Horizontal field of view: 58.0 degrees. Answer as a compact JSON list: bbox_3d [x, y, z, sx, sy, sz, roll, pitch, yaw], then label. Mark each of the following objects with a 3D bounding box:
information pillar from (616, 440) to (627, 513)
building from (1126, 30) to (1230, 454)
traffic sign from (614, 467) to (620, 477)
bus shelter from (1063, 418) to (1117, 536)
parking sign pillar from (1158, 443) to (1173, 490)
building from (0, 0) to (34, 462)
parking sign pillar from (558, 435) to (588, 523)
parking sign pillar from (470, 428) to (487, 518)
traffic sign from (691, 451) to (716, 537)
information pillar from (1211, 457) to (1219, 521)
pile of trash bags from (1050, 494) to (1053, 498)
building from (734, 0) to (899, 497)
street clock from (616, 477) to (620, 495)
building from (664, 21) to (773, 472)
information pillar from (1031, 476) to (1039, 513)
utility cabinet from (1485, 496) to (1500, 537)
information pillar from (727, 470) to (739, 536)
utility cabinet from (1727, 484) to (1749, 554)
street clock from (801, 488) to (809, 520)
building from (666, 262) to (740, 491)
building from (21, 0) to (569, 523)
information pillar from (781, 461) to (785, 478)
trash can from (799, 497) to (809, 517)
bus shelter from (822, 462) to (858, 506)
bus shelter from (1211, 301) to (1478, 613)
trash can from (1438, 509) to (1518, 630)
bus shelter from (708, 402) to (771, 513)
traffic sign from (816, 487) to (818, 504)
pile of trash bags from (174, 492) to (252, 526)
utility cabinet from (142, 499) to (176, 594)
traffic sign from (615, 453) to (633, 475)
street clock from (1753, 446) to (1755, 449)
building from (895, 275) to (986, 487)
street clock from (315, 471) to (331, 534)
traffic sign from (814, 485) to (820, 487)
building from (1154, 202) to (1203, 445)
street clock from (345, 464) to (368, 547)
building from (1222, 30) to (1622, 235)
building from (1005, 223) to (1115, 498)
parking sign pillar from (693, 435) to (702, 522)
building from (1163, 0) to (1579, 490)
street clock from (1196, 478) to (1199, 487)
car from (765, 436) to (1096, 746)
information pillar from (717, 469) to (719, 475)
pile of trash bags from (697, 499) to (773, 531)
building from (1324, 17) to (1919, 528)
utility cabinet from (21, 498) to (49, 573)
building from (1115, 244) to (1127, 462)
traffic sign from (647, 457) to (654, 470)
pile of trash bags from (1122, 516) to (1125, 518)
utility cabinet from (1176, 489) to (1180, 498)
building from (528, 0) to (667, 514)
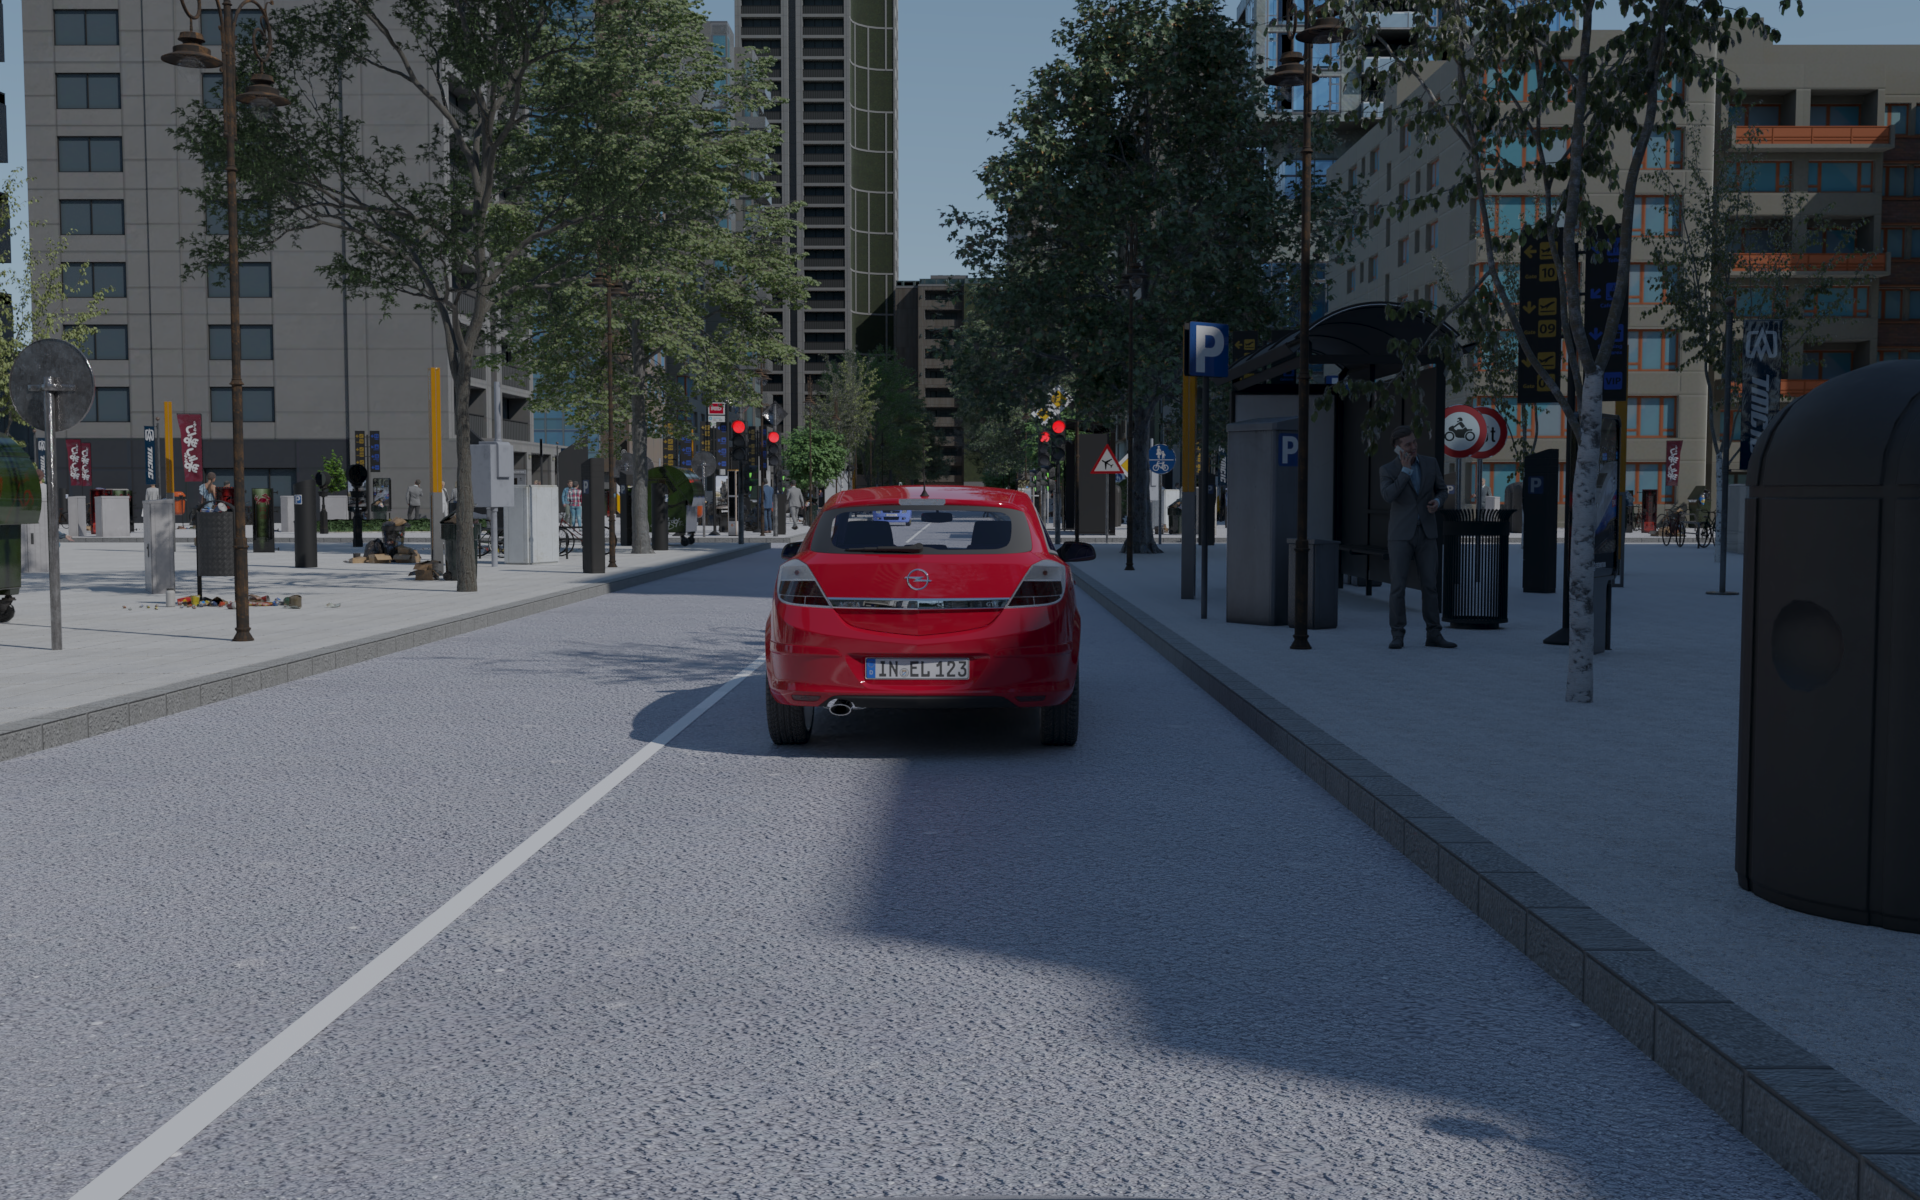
[{"bbox_3d":[-14.323,-5.022,73.466,0.504,3.616,0.183,-2,4,-33],"label":"information pillar"},{"bbox_3d":[28.785,-33.897,177.921,21.300,48.544,21.600,0,4,0],"label":"building"},{"bbox_3d":[-10.784,-3.386,55.360,0.884,2.594,0.081,0,4,2],"label":"traffic sign"},{"bbox_3d":[4.065,-3.997,56.636,1.731,3.624,6.357,0,4,0],"label":"bus shelter"},{"bbox_3d":[10.951,-6.372,92.657,1.447,3.967,1.447,-1,4,-13],"label":"parking sign pillar"},{"bbox_3d":[-62.595,-30.050,80.549,27.495,52.752,28.713,0,4,0],"label":"building"},{"bbox_3d":[-17.253,-5.436,77.354,1.447,3.967,1.447,-1,4,-13],"label":"parking sign pillar"},{"bbox_3d":[-19.578,-5.017,70.492,1.447,3.967,1.447,2,4,30],"label":"parking sign pillar"},{"bbox_3d":[-7.633,-3.148,51.572,0.768,2.556,0.104,0,4,8],"label":"traffic sign"},{"bbox_3d":[12.028,-5.514,81.514,0.504,3.616,0.183,-2,4,-29],"label":"information pillar"},{"bbox_3d":[6.014,-5.706,103.048,1.912,1.369,3.447,1,4,18],"label":"pile of trash bags"},{"bbox_3d":[-18.910,-48.679,234.153,20.611,71.187,20.563,0,4,0],"label":"building"},{"bbox_3d":[-11.394,-3.311,58.706,0.358,2.002,0.471,3,5,43],"label":"street clock"},{"bbox_3d":[-34.943,-34.076,176.755,30.456,49.044,23.786,0,4,0],"label":"building"},{"bbox_3d":[3.009,-3.940,68.912,0.304,2.012,0.304,-1,4,-17],"label":"information pillar"},{"bbox_3d":[16.076,-2.515,52.281,0.306,1.237,1.020,2,4,26],"label":"utility cabinet"},{"bbox_3d":[-6.856,-2.946,52.653,0.304,2.012,0.304,2,4,25],"label":"information pillar"},{"bbox_3d":[17.023,-1.760,37.447,0.318,1.500,1.173,-1,4,-17],"label":"utility cabinet"},{"bbox_3d":[-6.866,-4.414,76.747,0.471,2.002,0.358,-1,4,-12],"label":"street clock"},{"bbox_3d":[-33.764,-18.165,142.037,27.650,21.520,28.899,0,4,0],"label":"building"},{"bbox_3d":[-30.312,-39.505,84.161,20.563,71.187,20.611,0,4,0],"label":"building"},{"bbox_3d":[-9.467,-6.186,92.501,0.183,3.616,0.504,-1,4,-22],"label":"information pillar"},{"bbox_3d":[-8.641,-5.160,96.027,0.748,1.137,0.748,0,3,0],"label":"trash can"},{"bbox_3d":[-7.257,-6.699,103.457,2.014,3.302,5.546,0,3,0],"label":"bus shelter"},{"bbox_3d":[4.426,-1.655,20.978,2.014,3.302,5.546,0,4,0],"label":"bus shelter"},{"bbox_3d":[4.936,-0.301,16.581,0.748,1.137,0.748,0,3,0],"label":"trash can"},{"bbox_3d":[-9.888,-6.151,78.203,2.179,5.291,8.768,0,3,0],"label":"bus shelter"},{"bbox_3d":[-6.724,-4.984,81.495,0.884,2.594,0.081,0,4,8],"label":"traffic sign"},{"bbox_3d":[-30.610,-3.716,70.516,1.912,1.369,3.447,2,4,27],"label":"pile of trash bags"},{"bbox_3d":[-10.498,-0.704,22.677,0.306,1.237,1.020,-2,4,-29],"label":"utility cabinet"},{"bbox_3d":[-10.243,-3.250,53.245,0.768,2.556,0.104,1,4,10],"label":"traffic sign"},{"bbox_3d":[10.006,-1.024,21.317,0.471,2.002,0.358,3,4,36],"label":"street clock"},{"bbox_3d":[-1.564,-28.128,231.593,14.107,30.474,14.160,0,4,0],"label":"building"},{"bbox_3d":[-20.441,-3.122,55.615,0.471,2.002,0.358,1,4,23],"label":"street clock"},{"bbox_3d":[-8.216,-5.996,100.160,0.606,2.300,0.079,0,4,7],"label":"traffic sign"},{"bbox_3d":[24.902,-23.790,160.666,14.160,30.474,14.107,0,4,0],"label":"building"},{"bbox_3d":[-14.593,-2.284,41.919,0.471,2.002,0.358,-3,5,-39],"label":"street clock"},{"bbox_3d":[33.197,-27.458,140.815,32.217,40.220,23.993,0,4,0],"label":"building"},{"bbox_3d":[13.223,-33.495,231.238,14.086,41.232,14.154,0,4,0],"label":"building"},{"bbox_3d":[-12.358,-5.571,79.551,1.447,3.967,1.447,-3,4,-37],"label":"parking sign pillar"},{"bbox_3d":[26.059,-48.763,109.942,22.319,86.520,31.000,0,4,0],"label":"building"},{"bbox_3d":[10.998,-4.626,80.205,0.471,2.002,0.358,3,4,38],"label":"street clock"},{"bbox_3d":[-0.163,-0.142,11.363,2.155,1.783,4.494,0,4,2],"label":"car"},{"bbox_3d":[-17.817,-8.320,127.388,0.183,3.616,0.504,0,4,3],"label":"information pillar"},{"bbox_3d":[-8.031,-3.108,60.571,3.447,1.369,1.912,1,4,22],"label":"pile of trash bags"},{"bbox_3d":[33.887,-14.294,78.745,28.899,21.520,27.650,0,4,0],"label":"building"},{"bbox_3d":[-15.404,-1.047,28.288,1.020,1.237,0.306,-3,5,-44],"label":"utility cabinet"},{"bbox_3d":[34.603,-39.690,238.163,27.495,52.752,28.713,0,4,0],"label":"building"},{"bbox_3d":[-10.556,-3.517,57.615,0.768,2.556,0.104,0,4,8],"label":"traffic sign"},{"bbox_3d":[7.131,-5.062,92.511,3.447,1.369,1.912,-3,5,-42],"label":"pile of trash bags"},{"bbox_3d":[9.537,-3.920,72.766,0.318,1.500,1.173,-2,4,-32],"label":"utility cabinet"},{"bbox_3d":[-27.974,-28.529,116.562,14.600,45.320,14.200,0,4,0],"label":"building"}]
